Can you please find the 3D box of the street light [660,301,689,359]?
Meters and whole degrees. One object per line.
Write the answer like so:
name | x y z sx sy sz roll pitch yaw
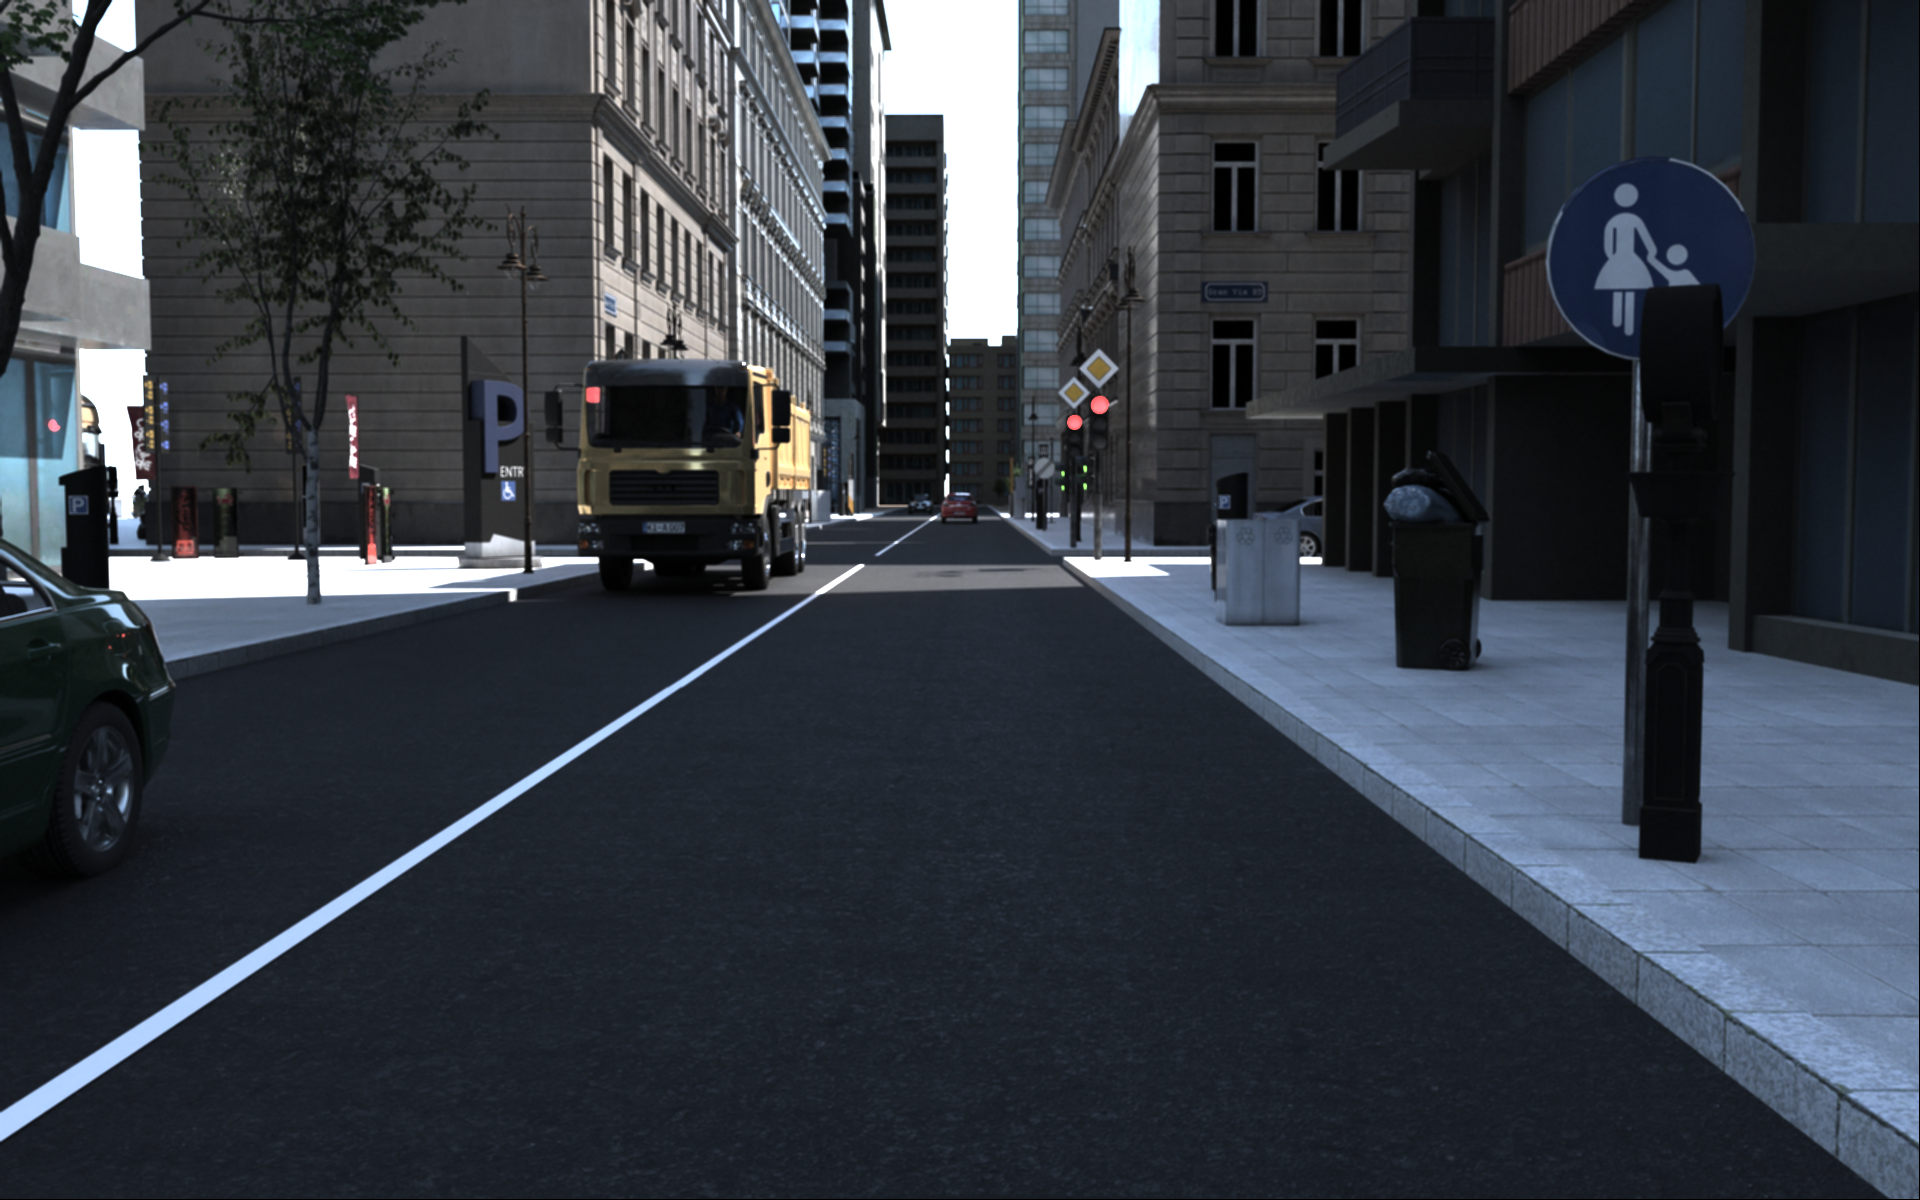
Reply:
street light | -6.851 -4.215 41.703 0.468 5.910 1.993 0 4 0

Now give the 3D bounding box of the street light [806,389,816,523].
street light | -6.631 -6.339 76.426 0.468 5.910 1.993 0 4 0

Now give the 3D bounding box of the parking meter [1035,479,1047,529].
parking meter | 2.962 -3.516 63.199 0.399 1.863 0.255 1 4 15

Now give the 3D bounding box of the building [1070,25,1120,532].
building | 9.986 -12.300 65.732 10.561 19.102 19.286 0 4 0

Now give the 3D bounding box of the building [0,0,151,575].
building | -26.968 -24.316 17.184 30.456 49.044 23.786 0 4 0

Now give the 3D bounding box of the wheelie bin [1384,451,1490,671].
wheelie bin | 3.528 -0.302 12.849 0.693 1.594 0.980 2 4 24

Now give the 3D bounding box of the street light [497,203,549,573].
street light | -6.999 -3.371 27.901 0.468 5.910 1.993 0 4 0

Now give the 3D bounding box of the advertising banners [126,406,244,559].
advertising banners | -15.329 -2.329 34.266 2.074 3.025 0.090 -1 4 -16

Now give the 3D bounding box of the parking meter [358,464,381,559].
parking meter | -11.649 -1.743 34.211 0.399 1.863 0.255 0 4 6

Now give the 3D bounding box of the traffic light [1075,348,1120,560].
traffic light | 2.653 -2.722 33.433 0.839 4.253 0.868 0 4 0

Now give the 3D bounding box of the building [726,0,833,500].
building | -16.622 -19.186 90.108 17.030 29.872 44.131 0 4 0

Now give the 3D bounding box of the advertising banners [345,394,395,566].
advertising banners | -10.665 -2.148 31.311 0.090 3.025 2.074 0 4 3

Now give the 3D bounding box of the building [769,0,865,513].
building | -18.149 -50.011 130.346 22.319 86.520 31.000 0 4 0

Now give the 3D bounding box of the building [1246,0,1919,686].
building | 16.001 -22.163 16.993 22.147 44.769 28.867 0 4 0

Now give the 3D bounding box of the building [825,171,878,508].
building | -14.782 -23.416 154.549 14.160 30.474 14.107 0 4 0

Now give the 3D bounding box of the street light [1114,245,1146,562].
street light | 3.163 -3.649 32.446 0.468 5.910 1.993 0 4 0

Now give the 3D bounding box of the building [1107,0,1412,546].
building | 16.933 -15.303 47.468 25.104 27.353 12.463 0 4 0

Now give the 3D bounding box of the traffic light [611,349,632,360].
traffic light | -6.509 -2.725 33.472 0.839 4.253 0.868 0 4 0

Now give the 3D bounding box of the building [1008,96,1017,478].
building | 16.980 -34.016 175.768 23.786 49.044 30.456 0 4 0

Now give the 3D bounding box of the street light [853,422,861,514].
street light | -6.571 -8.470 111.280 0.468 5.910 1.993 0 4 0

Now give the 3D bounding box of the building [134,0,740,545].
building | -14.661 -15.758 54.912 12.463 27.353 25.104 0 4 0

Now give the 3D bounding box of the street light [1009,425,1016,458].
street light | 3.534 -8.772 116.203 0.468 5.910 1.993 0 4 0

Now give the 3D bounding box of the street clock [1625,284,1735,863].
street clock | 2.516 -0.092 6.076 0.358 2.002 0.471 2 4 28

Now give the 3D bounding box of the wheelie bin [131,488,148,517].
wheelie bin | -44.941 -5.324 94.956 0.693 1.594 0.980 0 4 7

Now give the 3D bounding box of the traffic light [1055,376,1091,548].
traffic light | 2.701 -3.211 41.418 0.839 4.253 0.868 0 4 0

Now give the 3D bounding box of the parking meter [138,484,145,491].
parking meter | -47.174 -5.754 99.791 0.399 1.863 0.255 -1 4 -21

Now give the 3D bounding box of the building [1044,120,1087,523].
building | 10.023 -15.021 96.507 10.553 20.767 40.483 0 4 0

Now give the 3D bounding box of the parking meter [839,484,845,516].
parking meter | -6.804 -5.750 99.724 0.255 1.863 0.399 1 4 20

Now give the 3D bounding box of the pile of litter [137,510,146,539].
pile of litter | -23.028 -2.186 49.707 1.176 0.858 1.719 0 4 -3

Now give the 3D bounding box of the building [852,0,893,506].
building | -21.221 -35.932 176.726 27.495 52.752 28.713 0 4 0

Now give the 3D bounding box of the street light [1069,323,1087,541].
street light | 3.216 -4.531 46.862 0.468 5.910 1.993 0 4 0

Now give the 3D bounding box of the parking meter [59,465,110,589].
parking meter | -7.596 -0.405 15.038 0.372 1.533 0.369 0 3 0

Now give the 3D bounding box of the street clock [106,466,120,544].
street clock | -21.749 -2.440 44.462 0.358 2.002 0.471 -2 4 -32

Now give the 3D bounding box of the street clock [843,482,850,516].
street clock | -6.508 -5.852 100.247 0.471 2.002 0.358 -2 4 -34

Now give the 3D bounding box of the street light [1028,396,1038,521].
street light | 3.442 -6.651 81.532 0.468 5.910 1.993 0 4 0

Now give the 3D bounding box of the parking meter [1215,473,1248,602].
parking meter | 3.230 -0.746 20.611 0.372 1.533 0.369 0 3 0
